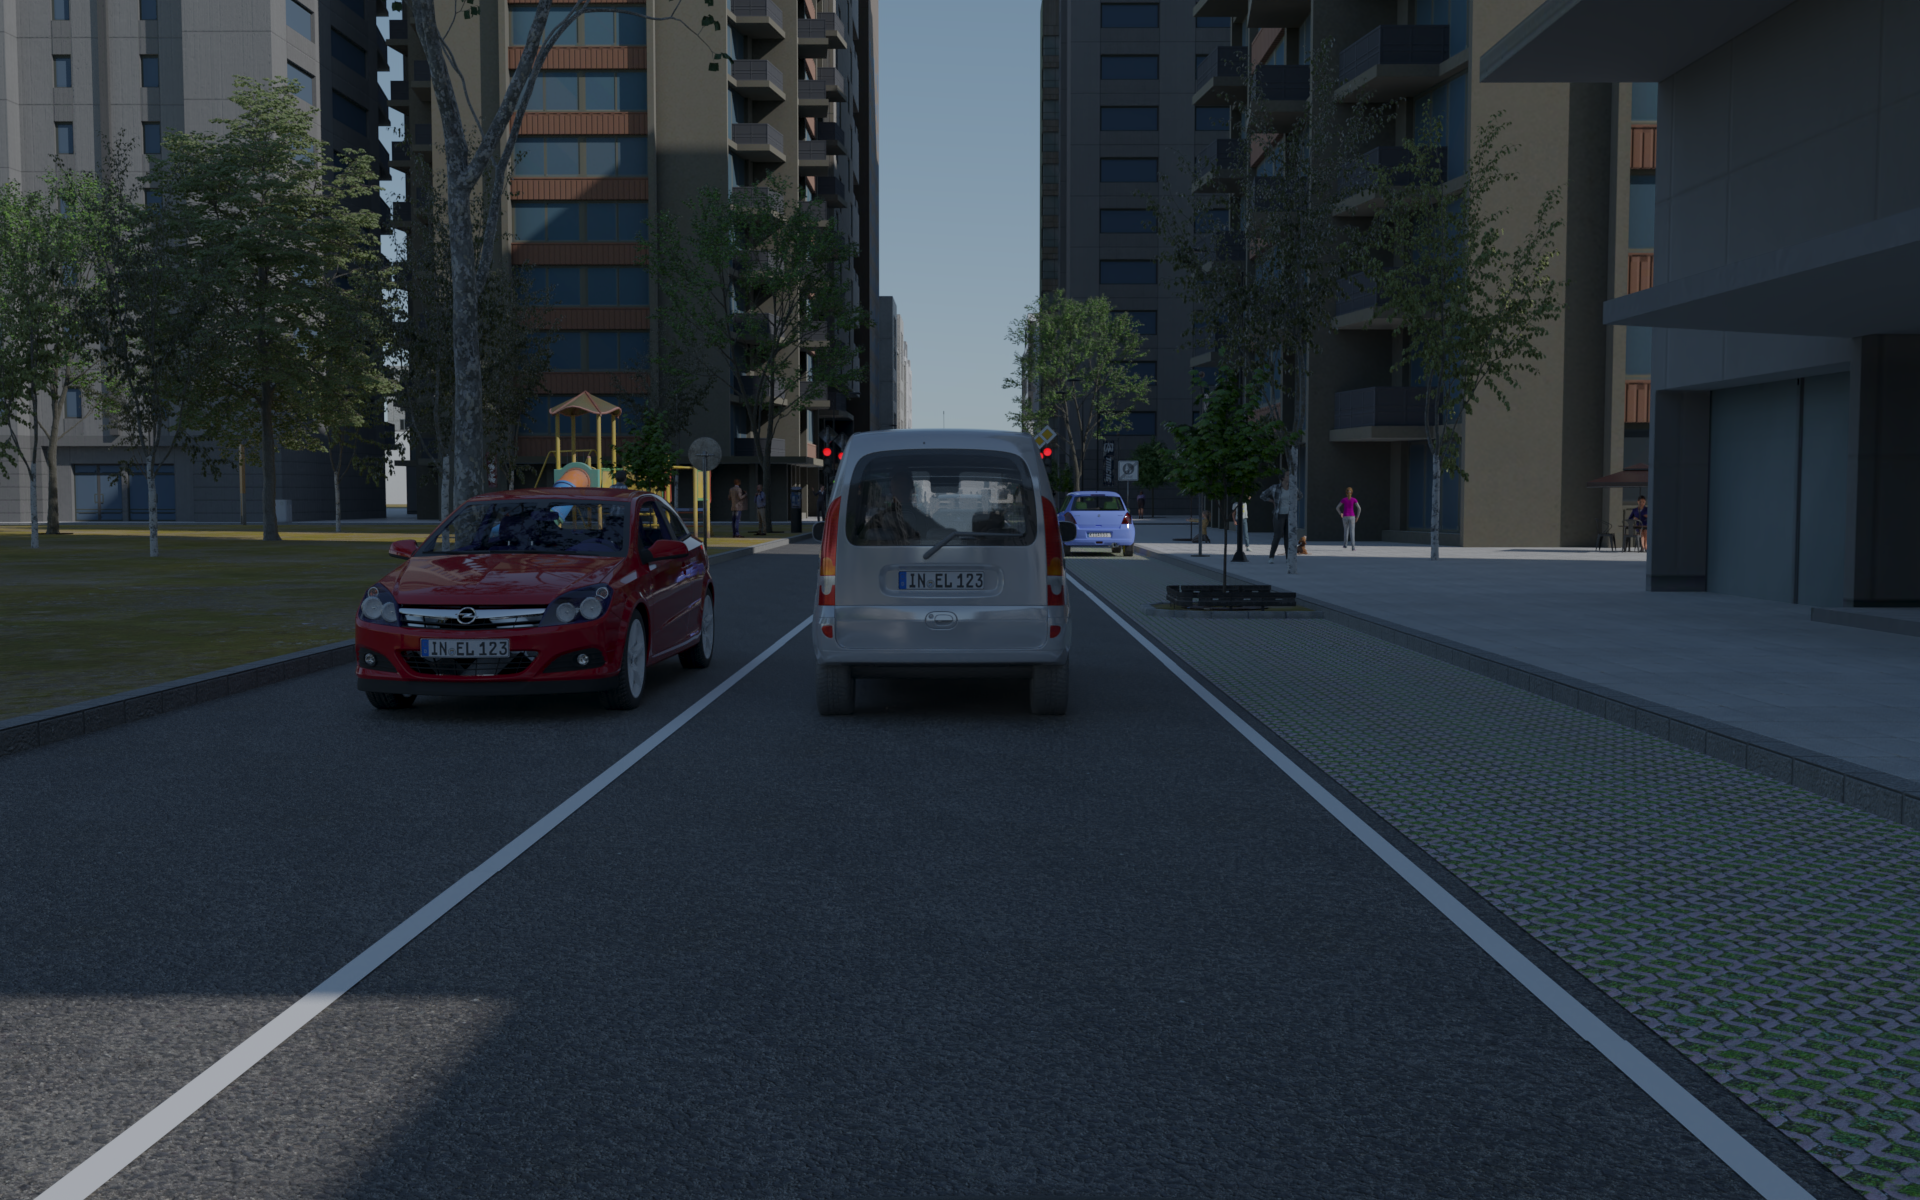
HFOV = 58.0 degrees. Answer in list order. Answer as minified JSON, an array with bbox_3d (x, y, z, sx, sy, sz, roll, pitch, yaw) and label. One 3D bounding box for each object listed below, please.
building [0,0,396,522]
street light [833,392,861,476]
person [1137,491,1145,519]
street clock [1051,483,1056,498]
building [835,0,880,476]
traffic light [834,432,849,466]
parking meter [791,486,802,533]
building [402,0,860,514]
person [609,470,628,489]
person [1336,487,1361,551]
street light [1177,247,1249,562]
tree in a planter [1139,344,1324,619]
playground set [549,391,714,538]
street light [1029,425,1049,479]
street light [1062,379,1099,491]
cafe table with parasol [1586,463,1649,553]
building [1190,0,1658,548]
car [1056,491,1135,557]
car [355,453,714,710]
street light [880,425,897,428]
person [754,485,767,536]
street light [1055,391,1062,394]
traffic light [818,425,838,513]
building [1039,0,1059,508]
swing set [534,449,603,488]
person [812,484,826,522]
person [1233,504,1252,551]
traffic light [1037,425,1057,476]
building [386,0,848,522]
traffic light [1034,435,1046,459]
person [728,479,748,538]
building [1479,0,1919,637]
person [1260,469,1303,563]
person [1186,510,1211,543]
[{"bbox_3d":[-44.804,-33.380,87.769,28.212,58.520,21.231,0,4,0],"label":"building"},{"bbox_3d":[-5.198,-6.505,78.892,1.470,5.913,1.316,0,4,0],"label":"street light"},{"bbox_3d":[9.299,-4.870,88.896,0.421,1.427,0.697,1,4,9],"label":"person"},{"bbox_3d":[5.571,-6.034,103.219,0.358,2.002,0.471,0,4,-6],"label":"street clock"},{"bbox_3d":[-13.902,-30.079,141.897,14.600,45.320,14.200,0,4,0],"label":"building"},{"bbox_3d":[-5.284,-5.465,78.274,0.839,4.253,0.868,0,4,0],"label":"traffic light"},{"bbox_3d":[-5.422,-2.995,57.381,0.372,1.533,0.369,0,3,0],"label":"parking meter"},{"bbox_3d":[-21.136,-32.492,120.487,28.713,52.752,27.495,0,4,0],"label":"building"},{"bbox_3d":[-6.487,-1.604,32.998,0.376,1.734,0.841,-3,5,-40],"label":"person"},{"bbox_3d":[8.779,-1.828,39.168,0.726,1.434,0.776,1,4,10],"label":"person"},{"bbox_3d":[4.766,-3.679,32.687,1.470,5.913,1.316,0,4,0],"label":"street light"},{"bbox_3d":[3.180,-1.434,20.675,1.991,3.239,1.994,0,4,0],"label":"tree in a planter"},{"bbox_3d":[-10.326,-3.815,49.159,5.637,4.214,5.302,1,4,9],"label":"playground set"},{"bbox_3d":[5.324,-8.747,115.560,1.470,5.913,1.316,0,4,0],"label":"street light"},{"bbox_3d":[5.007,-5.950,69.823,1.470,5.913,1.316,0,4,0],"label":"street light"},{"bbox_3d":[15.009,-2.041,38.234,2.610,1.966,2.610,0,4,-2],"label":"cafe table with parasol"},{"bbox_3d":[19.067,-24.412,53.760,22.147,44.769,28.867,0,4,0],"label":"building"},{"bbox_3d":[3.092,-1.908,40.779,1.945,1.707,3.694,0,4,-2],"label":"car"},{"bbox_3d":[-2.994,-0.233,12.852,2.155,1.783,4.494,0,4,2],"label":"car"},{"bbox_3d":[-4.915,-8.781,116.118,1.470,5.913,1.316,0,4,0],"label":"street light"},{"bbox_3d":[-6.194,-2.789,53.710,0.319,1.574,0.516,-2,4,-28],"label":"person"},{"bbox_3d":[5.011,-6.476,78.424,1.470,5.913,1.316,0,4,0],"label":"street light"},{"bbox_3d":[-5.345,-4.977,70.289,0.839,4.253,0.868,0,4,0],"label":"traffic light"},{"bbox_3d":[13.640,-28.271,145.831,14.154,41.232,14.086,0,4,0],"label":"building"},{"bbox_3d":[-13.741,-3.921,61.728,2.862,2.851,3.119,-3,5,-43],"label":"swing set"},{"bbox_3d":[-6.353,-4.384,78.519,0.445,1.727,0.742,3,4,38],"label":"person"},{"bbox_3d":[6.343,-1.772,38.918,0.435,1.345,0.340,0,4,7],"label":"person"},{"bbox_3d":[3.516,-4.974,70.238,0.839,4.253,0.868,0,4,0],"label":"traffic light"},{"bbox_3d":[-17.607,-26.765,92.235,22.147,44.769,28.867,0,4,0],"label":"building"},{"bbox_3d":[3.577,-5.462,78.223,0.839,4.253,0.868,0,4,0],"label":"traffic light"},{"bbox_3d":[-6.467,-2.676,50.625,0.431,1.722,0.655,-3,4,-37],"label":"person"},{"bbox_3d":[20.056,-25.674,9.014,28.713,52.752,27.495,0,4,0],"label":"building"},{"bbox_3d":[5.989,-1.549,32.086,0.841,1.734,0.376,0,4,-8],"label":"person"},{"bbox_3d":[6.269,-1.928,45.486,0.695,0.859,0.347,3,4,36],"label":"person"}]
